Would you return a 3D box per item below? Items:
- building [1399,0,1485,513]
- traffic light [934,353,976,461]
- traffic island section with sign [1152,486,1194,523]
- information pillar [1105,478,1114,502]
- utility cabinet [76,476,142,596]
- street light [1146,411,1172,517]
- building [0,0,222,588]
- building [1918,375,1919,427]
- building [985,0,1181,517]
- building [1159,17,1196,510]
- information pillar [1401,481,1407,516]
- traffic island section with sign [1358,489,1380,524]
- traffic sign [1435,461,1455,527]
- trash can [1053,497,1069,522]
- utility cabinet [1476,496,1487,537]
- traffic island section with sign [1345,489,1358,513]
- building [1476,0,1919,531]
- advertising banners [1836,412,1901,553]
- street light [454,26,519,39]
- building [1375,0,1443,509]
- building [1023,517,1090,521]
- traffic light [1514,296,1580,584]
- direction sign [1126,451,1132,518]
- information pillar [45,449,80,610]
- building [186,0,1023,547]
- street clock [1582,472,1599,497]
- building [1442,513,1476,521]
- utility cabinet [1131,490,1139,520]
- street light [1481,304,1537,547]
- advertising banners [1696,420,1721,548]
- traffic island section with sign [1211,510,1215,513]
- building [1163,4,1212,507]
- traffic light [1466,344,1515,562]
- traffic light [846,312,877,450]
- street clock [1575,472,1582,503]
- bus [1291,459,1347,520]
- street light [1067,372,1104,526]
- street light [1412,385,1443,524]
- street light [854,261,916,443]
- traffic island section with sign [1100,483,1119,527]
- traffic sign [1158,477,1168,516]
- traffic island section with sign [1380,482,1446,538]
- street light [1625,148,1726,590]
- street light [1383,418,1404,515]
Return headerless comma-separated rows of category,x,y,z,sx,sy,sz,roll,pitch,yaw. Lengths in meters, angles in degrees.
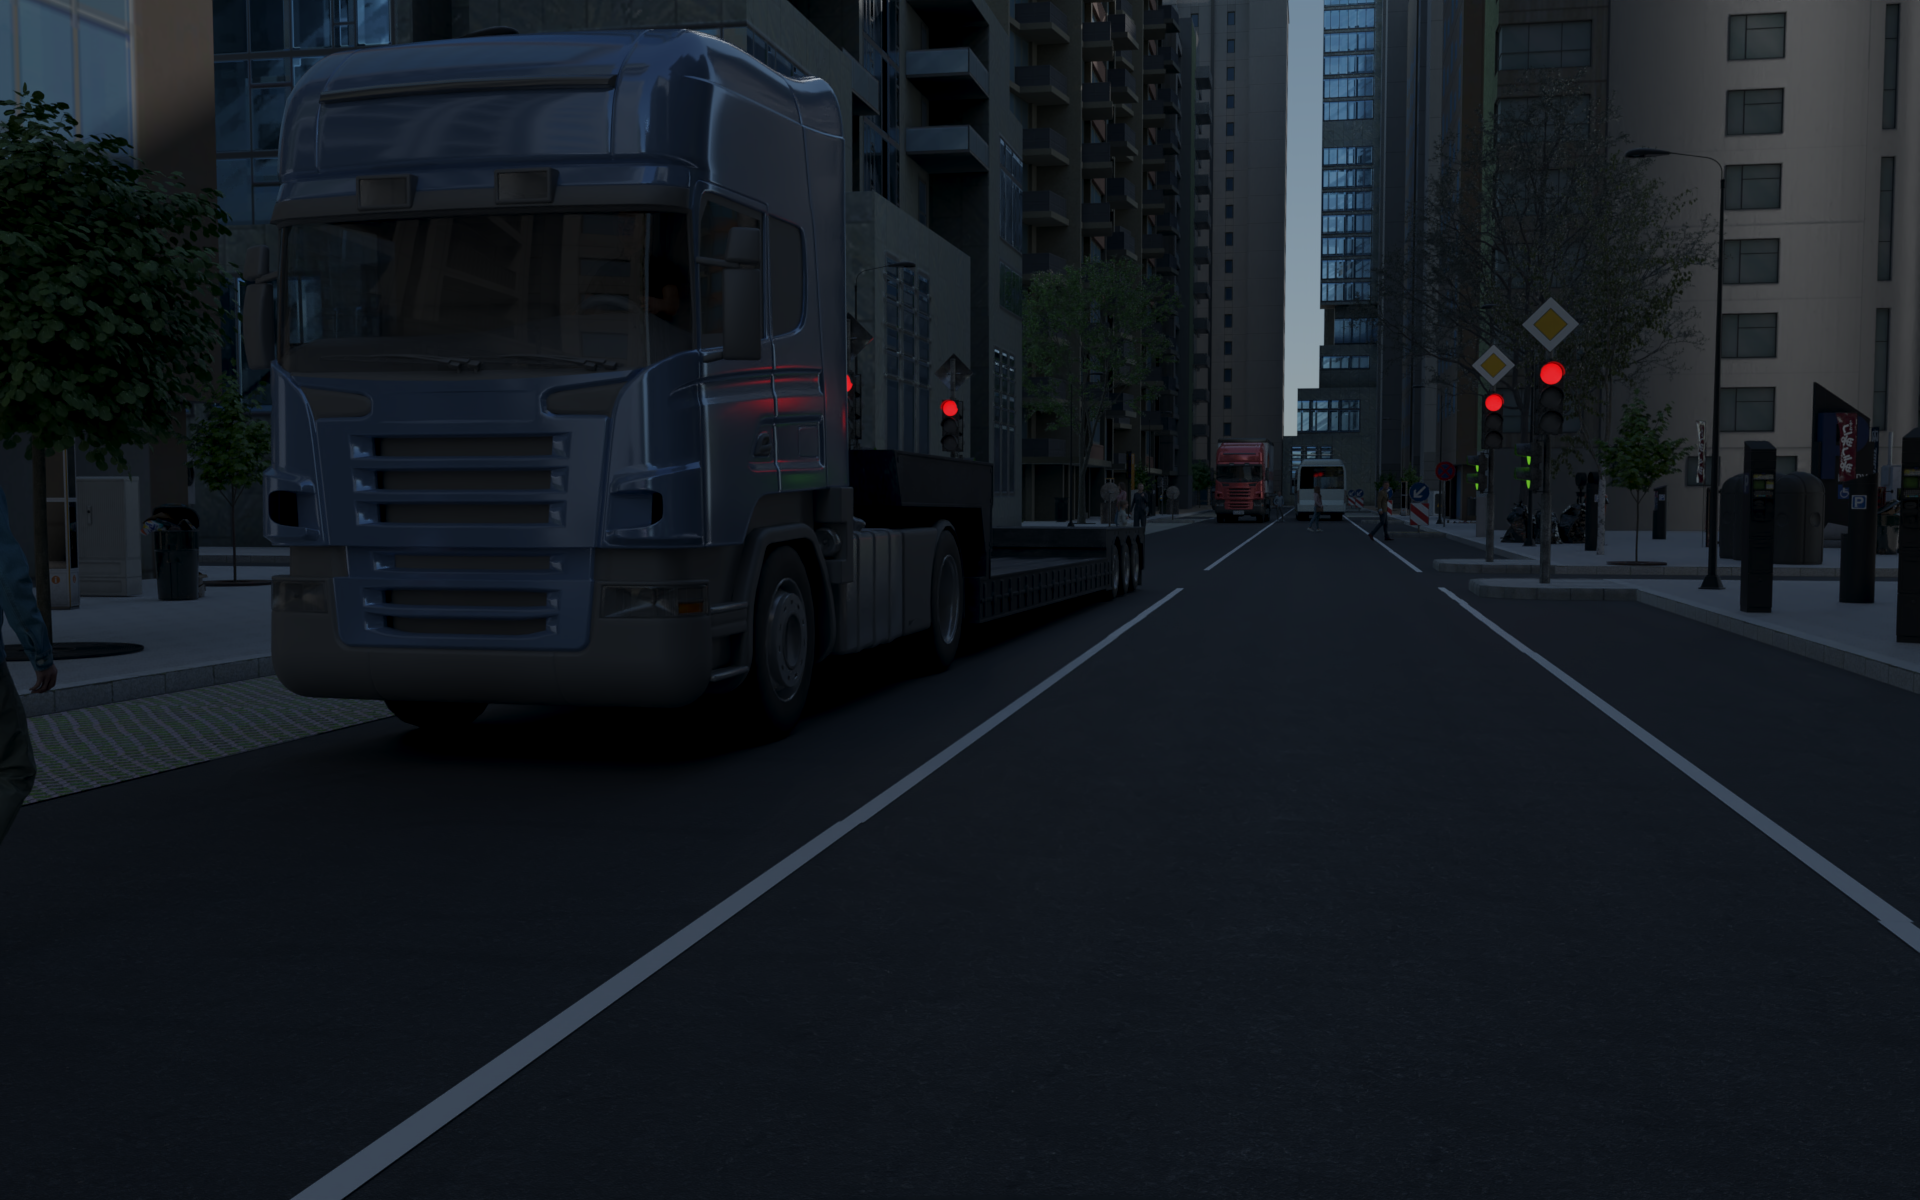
building,43.971,-30.102,142.280,14.600,45.320,14.200,1,4,12
traffic light,-0.123,-2.796,34.641,0.839,4.253,0.868,1,4,12
traffic island section with sign,10.563,-4.707,85.589,1.989,1.847,2.006,1,4,12
information pillar,6.956,-4.654,80.587,0.304,2.012,0.304,3,4,36
utility cabinet,-10.884,-0.796,21.687,1.173,1.500,0.318,1,4,11
street light,11.214,-7.647,97.569,1.470,5.913,1.316,1,4,12
building,-19.883,-22.658,20.571,14.200,45.320,14.600,1,4,12
building,97.057,-30.714,156.796,28.867,44.769,22.147,1,4,12
building,4.185,-28.791,125.352,22.147,44.769,28.867,1,4,12
building,12.167,-28.264,145.713,14.154,41.232,14.086,1,4,12
information pillar,25.854,-5.892,100.833,0.304,2.012,0.304,2,4,25
traffic island section with sign,20.587,-4.631,84.350,1.989,1.847,2.006,1,4,12
traffic sign,18.807,-4.104,67.204,0.768,2.556,0.104,1,4,13
trash can,4.632,-4.134,79.251,0.748,1.137,0.748,0,3,0
utility cabinet,15.665,-2.502,52.066,0.306,1.237,1.020,1,4,18
traffic island section with sign,30.411,-7.573,132.451,1.989,1.847,2.006,1,4,12
building,26.996,-23.354,65.426,14.154,41.232,14.086,1,4,12
advertising banners,19.732,-2.513,37.268,2.074,3.025,0.090,-1,4,-9
street light,-5.059,-2.748,17.465,1.470,5.913,1.316,1,4,12
building,50.144,-37.952,162.508,21.231,58.520,28.212,1,4,12
building,-2.058,-26.913,94.656,22.147,44.769,28.867,1,4,12
traffic light,8.385,-2.193,24.776,0.839,4.253,0.868,1,4,12
direction sign,8.878,-6.062,91.117,0.379,3.537,0.876,-1,4,-11
information pillar,-9.997,-0.900,19.209,0.304,2.012,0.304,-1,4,-8
building,-9.654,-45.217,51.966,22.319,86.520,31.000,1,4,12
street clock,20.461,-3.143,55.965,0.358,2.002,0.471,0,4,-3
building,31.806,-26.714,86.879,14.600,45.320,14.200,1,4,12
utility cabinet,8.769,-4.753,86.389,0.318,1.500,1.173,1,4,17
street light,13.438,-4.273,42.406,1.470,5.913,1.316,1,4,12
advertising banners,18.158,-2.789,41.784,2.074,3.025,0.090,-3,5,-44
traffic island section with sign,20.548,-7.694,134.423,1.989,1.847,2.006,1,4,12
building,9.432,-33.860,173.213,30.456,49.044,23.786,1,4,12
traffic light,9.983,-2.672,32.600,0.839,4.253,0.868,1,4,12
traffic light,-1.722,-2.318,26.817,0.839,4.253,0.868,1,4,12
street clock,20.642,-3.244,57.603,0.358,2.002,0.471,0,4,-2
bus,20.332,-6.321,98.212,2.948,3.499,13.247,1,4,10
street light,4.780,-5.724,66.121,1.470,5.913,1.316,1,4,12
street light,19.968,-6.202,73.942,1.470,5.913,1.316,1,4,12
street light,-1.564,-3.809,34.824,1.470,5.913,1.316,1,4,12
traffic island section with sign,5.102,-3.070,58.823,1.989,1.847,2.006,1,4,12
traffic sign,12.073,-6.187,103.286,0.606,2.300,0.079,1,4,16
traffic island section with sign,15.195,-3.013,57.883,1.989,1.847,2.006,1,4,12
street light,9.626,-3.106,23.324,1.470,5.913,1.316,1,4,12
street light,26.457,-8.142,105.667,1.470,5.913,1.316,1,4,12
